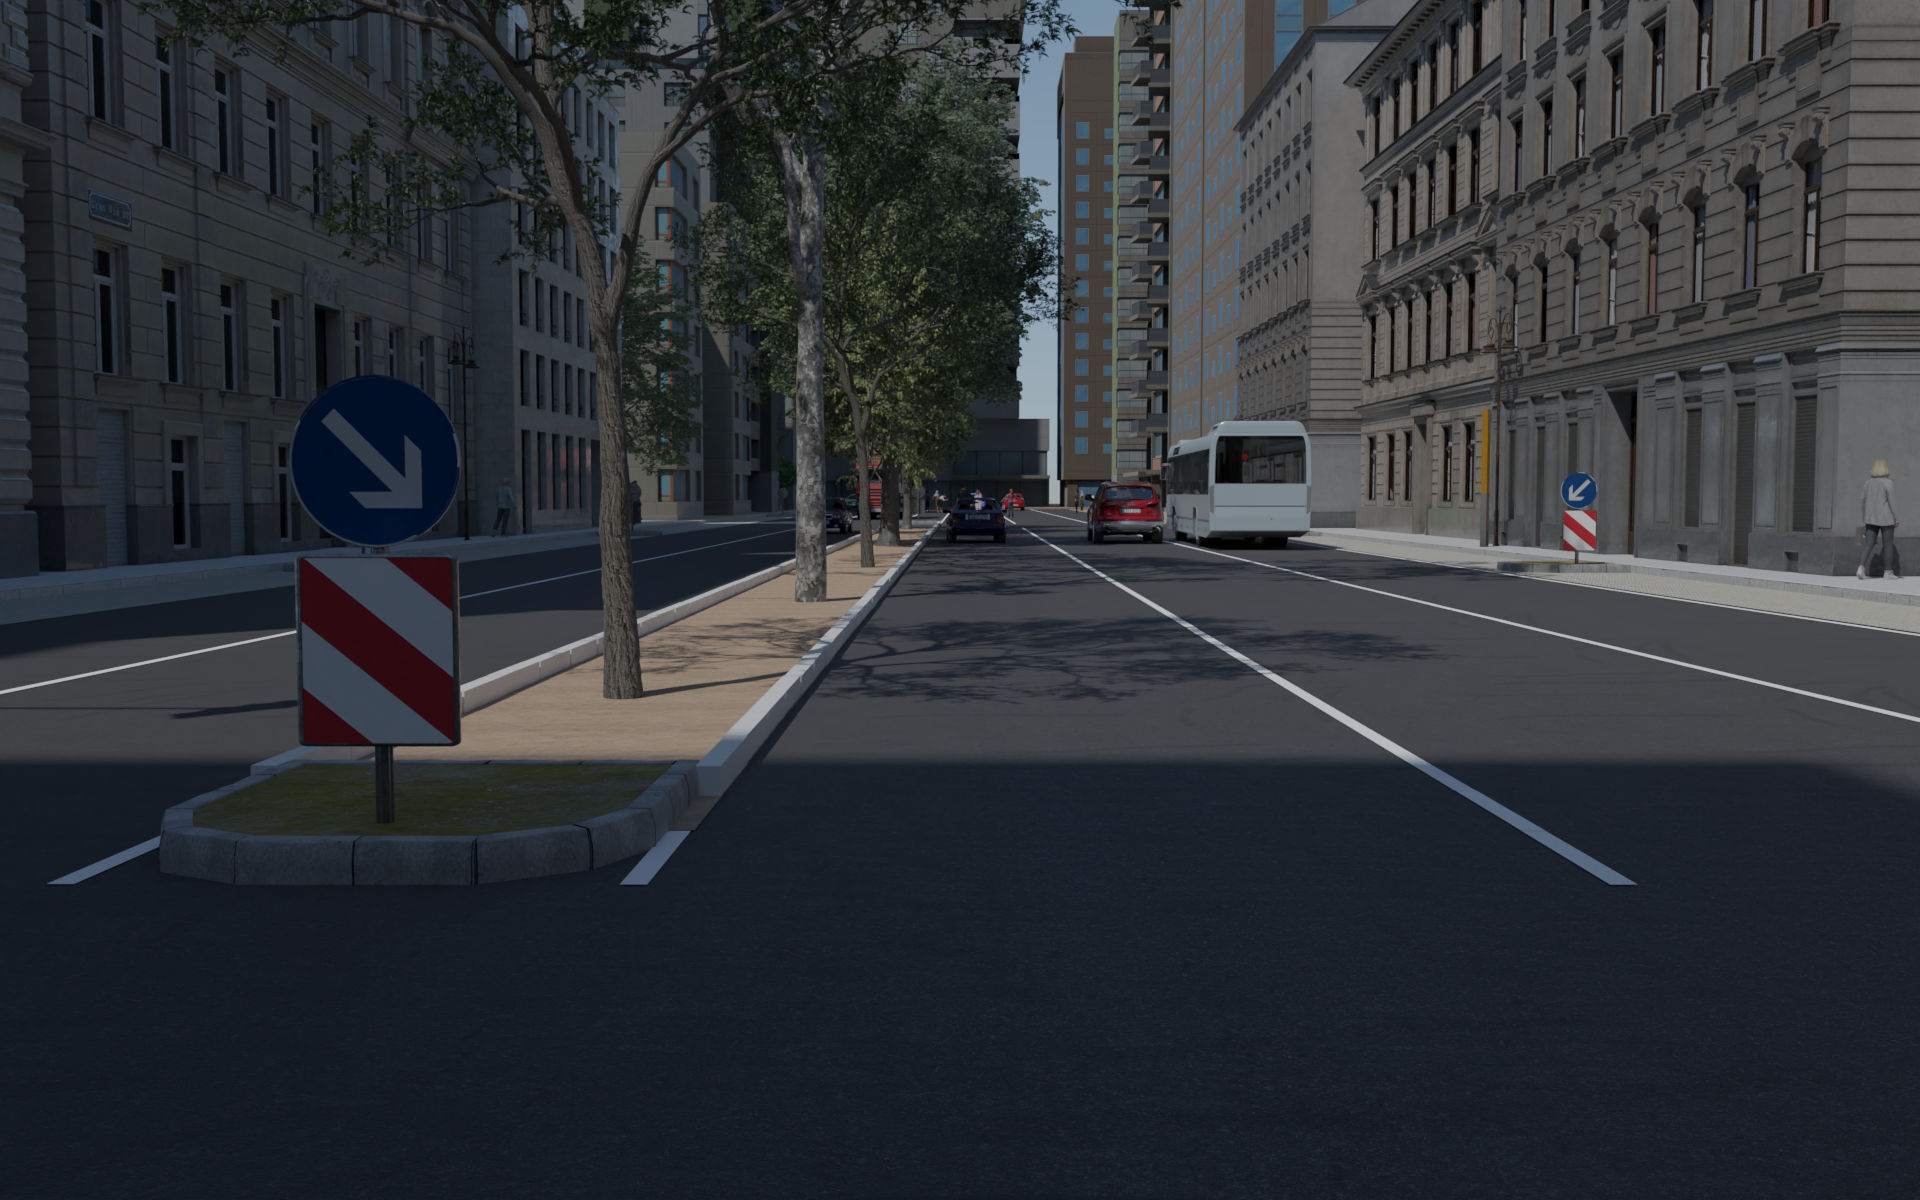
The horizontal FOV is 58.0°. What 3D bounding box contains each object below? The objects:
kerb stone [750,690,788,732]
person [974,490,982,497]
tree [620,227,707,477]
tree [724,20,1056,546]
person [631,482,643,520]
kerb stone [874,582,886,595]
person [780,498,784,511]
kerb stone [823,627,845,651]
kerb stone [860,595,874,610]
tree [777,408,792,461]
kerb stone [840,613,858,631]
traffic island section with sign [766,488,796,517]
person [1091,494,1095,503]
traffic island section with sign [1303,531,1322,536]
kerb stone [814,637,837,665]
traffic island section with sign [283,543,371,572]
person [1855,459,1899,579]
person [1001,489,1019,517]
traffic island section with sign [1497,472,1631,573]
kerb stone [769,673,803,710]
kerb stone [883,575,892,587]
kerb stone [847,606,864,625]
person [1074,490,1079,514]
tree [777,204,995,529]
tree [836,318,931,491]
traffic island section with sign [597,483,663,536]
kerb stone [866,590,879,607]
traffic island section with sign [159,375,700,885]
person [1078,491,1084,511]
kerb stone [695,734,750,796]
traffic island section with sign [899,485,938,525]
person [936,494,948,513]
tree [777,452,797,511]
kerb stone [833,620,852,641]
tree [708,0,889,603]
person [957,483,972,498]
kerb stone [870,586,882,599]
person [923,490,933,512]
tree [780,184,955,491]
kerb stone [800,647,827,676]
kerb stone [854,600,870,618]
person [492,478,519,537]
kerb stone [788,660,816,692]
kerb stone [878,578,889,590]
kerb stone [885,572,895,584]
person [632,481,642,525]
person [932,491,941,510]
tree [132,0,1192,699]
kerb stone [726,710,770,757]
[{"bbox_3d":[-1.191,0.702,10.714,0.120,0.150,1.000,0,4,0],"label":"kerb stone"},{"bbox_3d":[1.261,-6.783,120.077,0.551,1.740,0.621,0,4,-3],"label":"person"},{"bbox_3d":[-14.874,-9.550,74.265,7.486,12.596,7.792,0,3,0],"label":"tree"},{"bbox_3d":[-1.966,-8.445,47.185,9.857,13.997,8.962,0,3,0],"label":"tree"},{"bbox_3d":[-14.619,-4.371,77.605,0.850,1.850,0.679,-2,4,-35],"label":"person"},{"bbox_3d":[-1.151,-0.114,24.065,0.120,0.150,1.000,0,4,0],"label":"kerb stone"},{"bbox_3d":[-13.650,-7.502,131.896,0.628,1.438,0.799,-1,4,-23],"label":"person"},{"bbox_3d":[-1.173,0.387,15.864,0.120,0.150,1.000,0,4,0],"label":"kerb stone"},{"bbox_3d":[-1.154,0.074,20.985,0.120,0.150,1.000,0,4,0],"label":"kerb stone"},{"bbox_3d":[-14.633,-10.928,129.036,4.360,8.622,3.978,0,3,0],"label":"tree"},{"bbox_3d":[-1.175,0.268,17.919,0.120,0.150,1.000,0,4,0],"label":"kerb stone"},{"bbox_3d":[-11.158,-6.164,109.416,1.989,1.847,2.006,0,4,0],"label":"traffic island section with sign"},{"bbox_3d":[11.136,-8.156,145.035,0.628,1.438,0.799,-3,4,-37],"label":"person"},{"bbox_3d":[11.208,-3.091,59.167,1.989,1.847,2.006,0,4,0],"label":"traffic island section with sign"},{"bbox_3d":[-1.170,0.451,14.827,0.120,0.150,1.000,0,4,0],"label":"kerb stone"},{"bbox_3d":[-11.393,-1.468,32.622,1.989,1.847,2.006,0,4,0],"label":"traffic island section with sign"},{"bbox_3d":[13.723,-1.210,26.010,0.728,1.800,0.709,-2,4,-23],"label":"person"},{"bbox_3d":[3.111,-5.971,106.838,1.217,1.743,0.721,-1,4,-18],"label":"person"},{"bbox_3d":[11.119,-1.441,32.183,1.989,1.847,2.006,0,4,0],"label":"traffic island section with sign"},{"bbox_3d":[-1.189,0.639,11.742,0.120,0.150,1.000,0,4,0],"label":"kerb stone"},{"bbox_3d":[-1.150,-0.239,26.110,0.120,0.150,1.000,0,4,0],"label":"kerb stone"},{"bbox_3d":[-1.166,0.199,18.940,0.120,0.150,1.000,0,4,0],"label":"kerb stone"},{"bbox_3d":[8.427,-7.178,126.578,0.721,1.735,1.217,0,4,1],"label":"person"},{"bbox_3d":[-2.621,-8.595,61.119,7.486,12.596,7.792,0,3,0],"label":"tree"},{"bbox_3d":[-2.372,-6.263,55.227,4.360,8.622,3.978,0,3,0],"label":"tree"},{"bbox_3d":[-11.315,-3.116,59.577,1.989,1.847,2.006,0,4,0],"label":"traffic island section with sign"},{"bbox_3d":[-1.147,0.011,22.020,0.120,0.150,1.000,0,4,0],"label":"kerb stone"},{"bbox_3d":[-2.233,0.052,7.285,2.006,1.907,1.989,0,4,0],"label":"traffic island section with sign"},{"bbox_3d":[10.358,-8.510,148.370,0.721,1.736,1.217,-1,4,-17],"label":"person"},{"bbox_3d":[-1.188,0.828,8.665,0.120,0.150,1.000,0,4,0],"label":"kerb stone"},{"bbox_3d":[-2.012,-4.544,82.424,2.006,1.907,1.989,0,4,0],"label":"traffic island section with sign"},{"bbox_3d":[-1.395,-7.360,132.019,0.799,1.438,0.628,-3,5,-40],"label":"person"},{"bbox_3d":[-14.146,-9.303,135.822,4.285,4.588,4.351,0,3,0],"label":"tree"},{"bbox_3d":[-1.171,0.328,16.896,0.120,0.150,1.000,0,4,0],"label":"kerb stone"},{"bbox_3d":[-3.184,-10.081,23.172,12.611,20.169,13.585,0,3,0],"label":"tree"},{"bbox_3d":[0.197,-4.032,73.784,0.648,1.900,0.474,-2,4,-24],"label":"person"},{"bbox_3d":[-1.154,-0.052,23.043,0.120,0.150,1.000,0,4,0],"label":"kerb stone"},{"bbox_3d":[-2.610,-8.127,142.060,0.721,1.739,1.217,3,5,42],"label":"person"},{"bbox_3d":[-2.152,-5.330,39.965,4.737,8.622,4.395,0,3,0],"label":"tree"},{"bbox_3d":[-1.178,0.513,13.804,0.120,0.150,1.000,0,4,0],"label":"kerb stone"},{"bbox_3d":[-1.159,0.137,19.963,0.120,0.150,1.000,0,4,0],"label":"kerb stone"},{"bbox_3d":[-13.412,-2.729,51.140,0.782,1.767,0.515,1,4,21],"label":"person"},{"bbox_3d":[-1.182,0.581,12.775,0.120,0.150,1.000,0,4,0],"label":"kerb stone"},{"bbox_3d":[-1.148,-0.177,25.088,0.120,0.150,1.000,0,4,0],"label":"kerb stone"},{"bbox_3d":[-1.134,-0.298,27.144,0.120,0.150,1.000,0,4,0],"label":"kerb stone"},{"bbox_3d":[-13.381,-3.988,71.157,0.656,1.842,0.836,0,4,-2],"label":"person"},{"bbox_3d":[-1.946,-8.737,152.083,1.217,1.736,0.721,-3,4,-36],"label":"person"},{"bbox_3d":[-2.335,-4.605,12.159,8.767,10.594,7.601,0,4,0],"label":"tree"},{"bbox_3d":[-1.192,0.765,9.692,0.120,0.150,1.000,0,4,0],"label":"kerb stone"}]
